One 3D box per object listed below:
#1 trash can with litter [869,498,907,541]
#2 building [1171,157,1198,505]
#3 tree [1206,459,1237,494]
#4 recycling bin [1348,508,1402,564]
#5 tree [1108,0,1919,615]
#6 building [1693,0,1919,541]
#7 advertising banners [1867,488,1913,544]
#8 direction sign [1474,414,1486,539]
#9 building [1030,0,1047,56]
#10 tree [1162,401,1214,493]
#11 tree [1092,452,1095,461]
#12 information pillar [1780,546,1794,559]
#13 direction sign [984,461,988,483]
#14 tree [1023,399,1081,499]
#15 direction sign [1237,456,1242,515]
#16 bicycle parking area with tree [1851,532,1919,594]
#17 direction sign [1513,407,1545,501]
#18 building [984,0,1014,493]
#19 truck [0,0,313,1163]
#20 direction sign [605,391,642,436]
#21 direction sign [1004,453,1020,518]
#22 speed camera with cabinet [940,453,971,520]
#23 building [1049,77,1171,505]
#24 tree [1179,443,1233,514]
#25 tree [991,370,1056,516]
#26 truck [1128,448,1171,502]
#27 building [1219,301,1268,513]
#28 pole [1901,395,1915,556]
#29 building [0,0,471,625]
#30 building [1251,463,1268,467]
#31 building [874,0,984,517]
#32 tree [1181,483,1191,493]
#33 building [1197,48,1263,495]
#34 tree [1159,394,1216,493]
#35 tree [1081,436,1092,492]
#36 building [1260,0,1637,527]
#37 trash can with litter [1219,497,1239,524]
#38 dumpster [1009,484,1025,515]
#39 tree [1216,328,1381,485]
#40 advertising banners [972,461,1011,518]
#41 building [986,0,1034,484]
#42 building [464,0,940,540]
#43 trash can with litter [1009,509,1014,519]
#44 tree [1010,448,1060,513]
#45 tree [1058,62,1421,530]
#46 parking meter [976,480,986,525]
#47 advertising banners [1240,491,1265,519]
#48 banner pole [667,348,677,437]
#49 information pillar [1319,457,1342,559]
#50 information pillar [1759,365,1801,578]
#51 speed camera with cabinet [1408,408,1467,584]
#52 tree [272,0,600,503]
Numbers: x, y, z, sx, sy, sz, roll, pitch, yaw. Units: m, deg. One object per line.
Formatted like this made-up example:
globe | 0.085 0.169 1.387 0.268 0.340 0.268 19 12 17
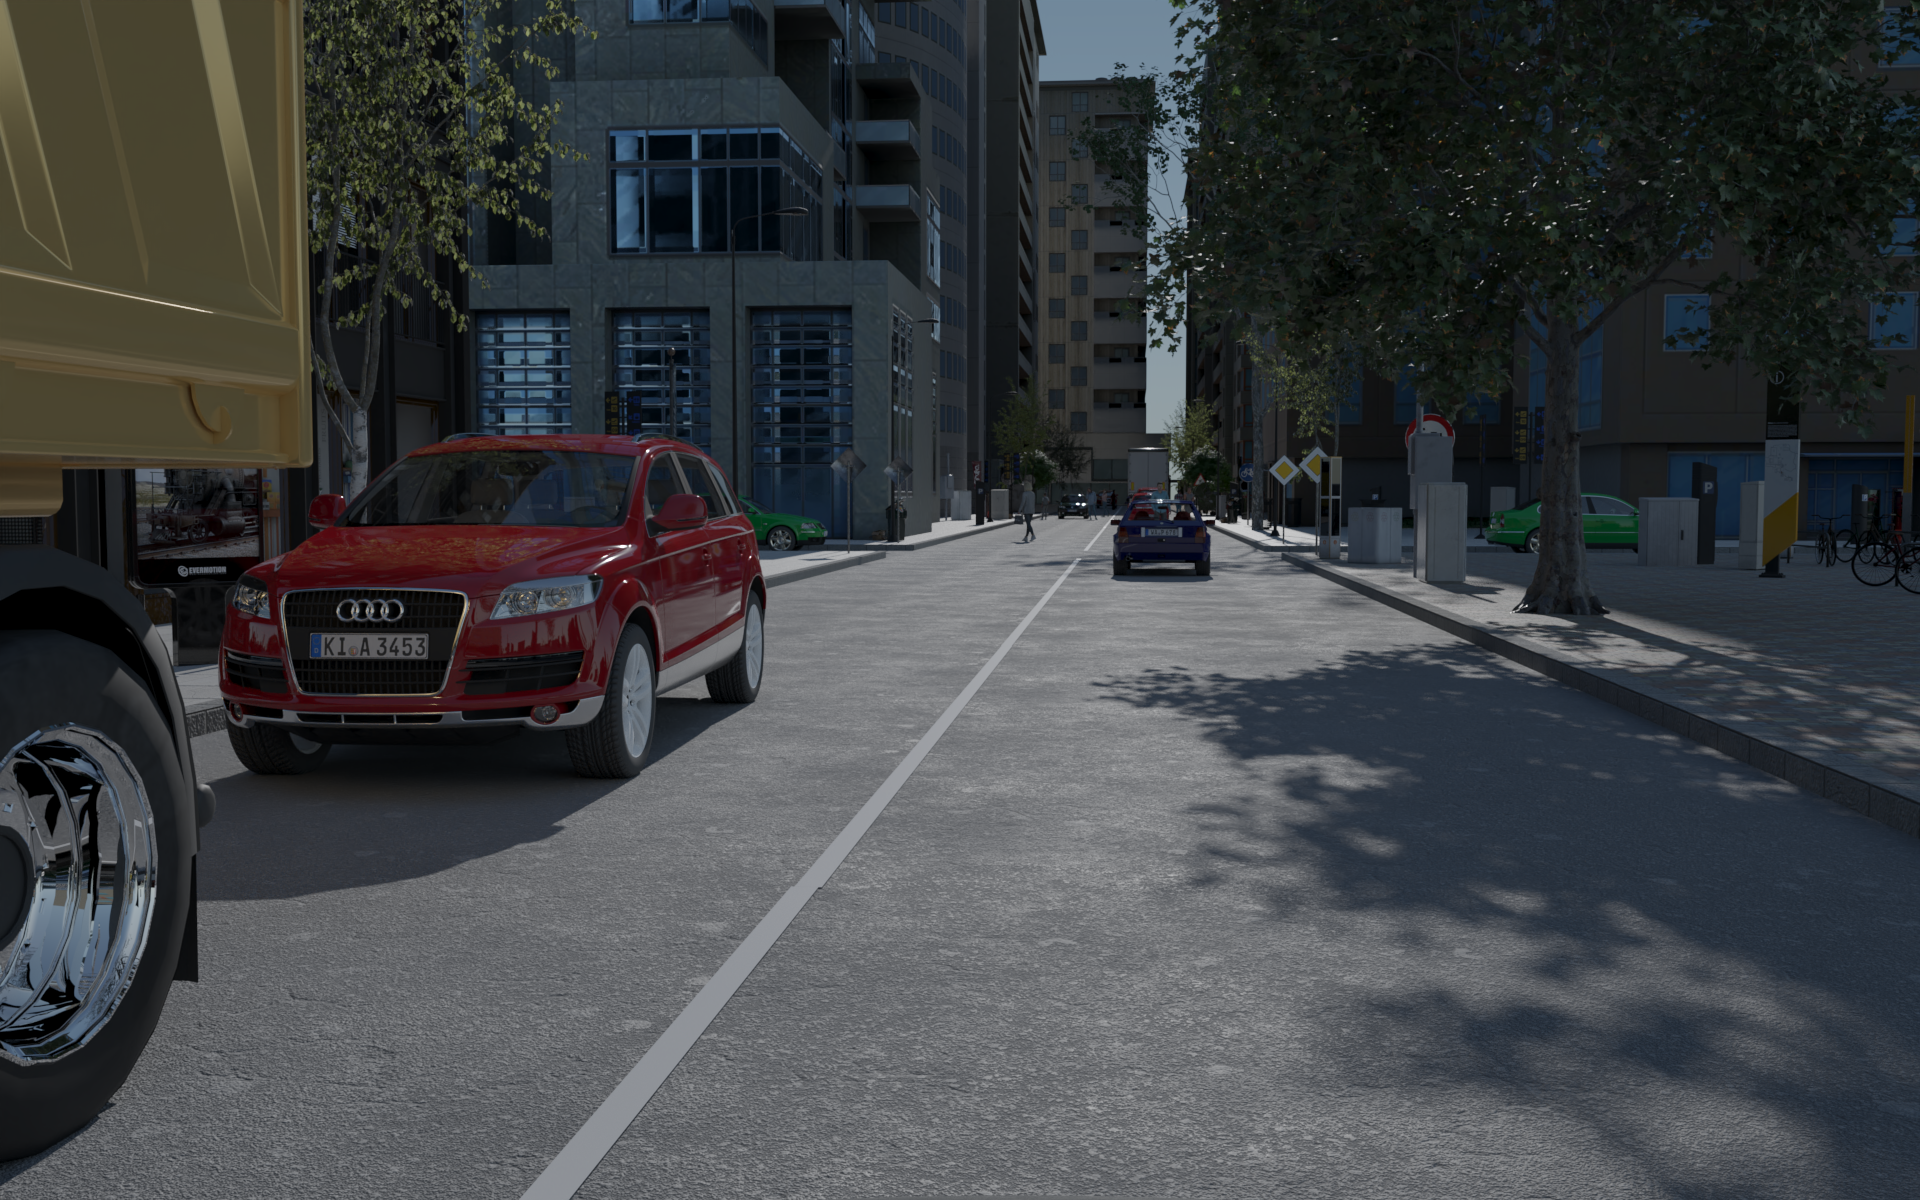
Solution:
trash can with litter | -1.986 -2.213 47.562 1.055 1.170 0.624 1 4 17
building | 40.565 -34.200 213.793 28.867 44.769 22.147 0 4 6
tree | 14.530 -6.128 94.791 1.663 3.219 1.824 0 3 0
recycling bin | 7.678 -1.193 32.060 0.722 1.027 0.722 -3 4 -37
tree | 6.413 -6.207 18.488 9.611 12.733 9.660 0 3 0
building | 25.874 -24.616 52.582 14.200 45.320 14.600 0 4 6
advertising banners | 24.118 -2.946 44.363 0.090 3.025 2.074 -3 5 -41
direction sign | 14.922 -3.518 49.513 0.379 3.537 0.876 0 4 7
building | -5.504 -36.129 179.939 27.495 52.752 28.713 0 4 6
tree | 17.793 -11.236 134.069 4.737 8.622 4.395 0 3 0
tree | 12.773 -14.905 194.065 4.360 8.622 3.978 0 3 0
information pillar | 16.378 -1.827 34.360 0.304 2.012 0.304 3 4 37
direction sign | 1.554 -7.684 117.634 0.876 3.537 0.379 -2 4 -35
tree | 6.654 -11.115 132.098 4.360 8.622 3.978 0 3 0
direction sign | 16.787 -6.853 104.037 0.379 3.537 0.876 2 4 23
bicycle parking area with tree | 15.740 -2.020 20.027 9.016 4.147 8.231 1 4 20
direction sign | 14.790 -3.237 44.922 0.876 3.537 0.379 0 4 5
building | -6.379 -42.327 130.299 20.563 71.187 20.611 0 4 6
truck | -3.553 -0.266 0.272 3.469 3.379 9.791 0 4 6
direction sign | -7.412 -2.825 38.186 0.876 3.537 0.379 1 4 16
direction sign | 2.827 -6.284 94.746 0.876 3.537 0.379 -1 4 -10
speed camera with cabinet | -0.286 -5.542 84.947 0.660 3.252 2.038 3 5 39
building | 12.948 -38.616 220.613 27.495 52.752 28.713 0 4 6
tree | 15.787 -7.760 110.594 4.285 4.588 4.351 0 3 0
tree | 3.730 -9.358 103.368 4.737 8.622 4.395 0 3 0
truck | 12.211 -7.523 111.912 2.839 4.237 11.283 0 4 7
building | 34.580 -17.586 132.572 27.650 21.520 28.899 0 4 6
pole | 19.621 -2.569 35.844 0.158 3.312 0.155 0 3 0
building | -13.783 -11.430 16.564 12.332 23.373 15.834 0 4 6
building | 29.916 -29.485 101.693 23.786 49.044 30.456 0 4 6
building | -10.225 -34.153 100.400 21.231 58.520 28.212 0 4 6
tree | 20.739 -9.790 154.663 1.663 3.219 1.824 0 3 0
building | 35.712 -33.964 179.006 21.300 48.544 21.600 0 4 6
tree | 17.119 -10.825 127.344 4.360 8.622 3.978 0 3 0
tree | 10.199 -13.410 169.615 4.360 8.622 3.978 0 3 0
building | 20.233 -25.825 72.346 14.600 45.320 14.200 0 4 6
trash can with litter | 11.686 -3.921 75.490 0.624 1.170 1.055 -2 4 -28
dumpster | 3.398 -5.720 99.282 1.264 1.857 1.865 0 4 6
tree | 10.007 -5.935 47.397 4.360 8.622 3.978 0 3 0
advertising banners | 1.638 -5.802 91.055 2.074 3.025 0.090 0 4 -4
building | -4.806 -32.312 152.004 21.300 48.544 21.600 0 4 6
building | -11.559 -45.828 61.957 22.319 86.520 31.000 0 4 6
trash can with litter | 2.242 -4.675 87.824 1.055 1.170 0.624 2 4 34
tree | 4.868 -8.340 120.078 4.285 4.588 4.351 0 3 0
tree | 9.607 -12.468 59.747 12.611 20.169 13.585 0 3 0
parking meter | 0.852 -4.056 72.023 0.399 1.863 0.255 0 4 -6
advertising banners | 15.103 -5.573 87.302 2.074 3.025 0.090 2 4 31
banner pole | -4.883 -2.419 29.568 0.401 3.779 0.863 -1 4 -16
information pillar | 7.300 -1.814 34.144 0.304 2.012 0.304 -2 4 -33
information pillar | 12.535 -2.146 26.437 0.504 3.616 0.183 3 5 40
speed camera with cabinet | 7.089 -1.918 25.691 0.660 3.252 2.038 0 4 7
tree | -5.419 -3.994 15.658 4.360 8.622 3.978 0 3 0
